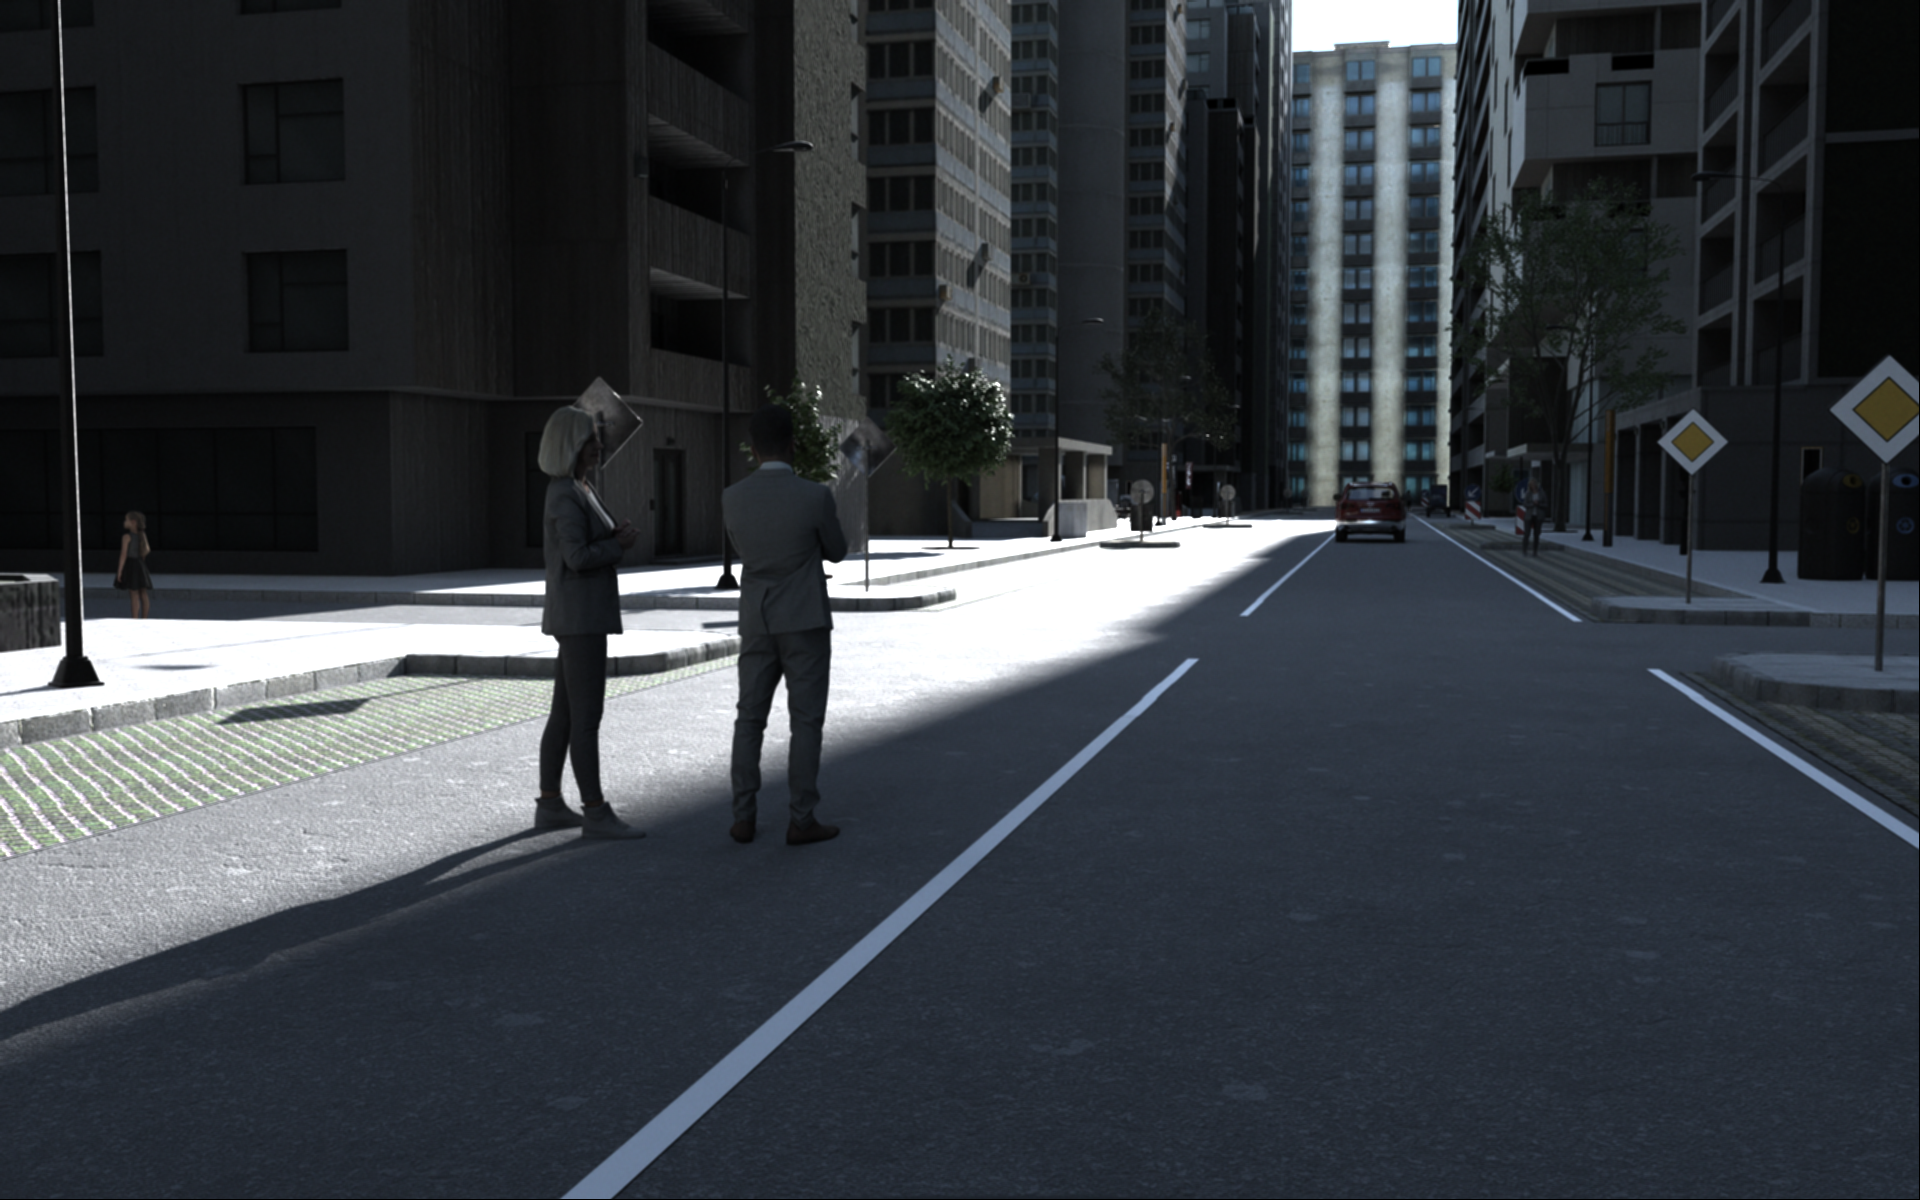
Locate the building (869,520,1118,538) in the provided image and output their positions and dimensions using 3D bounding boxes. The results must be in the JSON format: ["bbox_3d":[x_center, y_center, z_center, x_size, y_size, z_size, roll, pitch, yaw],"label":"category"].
[{"bbox_3d":[-11.424,-22.532,60.274,32.217,40.220,23.993,1,4,14],"label":"building"}]

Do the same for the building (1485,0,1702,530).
[{"bbox_3d":[36.800,-29.510,71.734,28.713,52.752,27.495,1,4,14],"label":"building"}]

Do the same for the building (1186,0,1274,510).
[{"bbox_3d":[17.847,-27.990,141.235,14.154,41.232,14.086,1,4,14],"label":"building"}]

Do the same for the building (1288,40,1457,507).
[{"bbox_3d":[42.823,-34.661,186.311,30.456,49.044,23.786,1,4,14],"label":"building"}]

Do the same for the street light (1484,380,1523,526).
[{"bbox_3d":[22.212,-5.978,70.276,1.470,5.913,1.316,1,4,14],"label":"street light"}]

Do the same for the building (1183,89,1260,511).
[{"bbox_3d":[14.420,-21.787,127.915,14.160,30.474,14.107,1,4,14],"label":"building"}]

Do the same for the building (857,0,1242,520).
[{"bbox_3d":[1.501,-25.645,111.175,32.217,40.220,23.993,1,4,14],"label":"building"}]

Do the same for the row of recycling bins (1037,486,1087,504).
[{"bbox_3d":[5.465,-4.769,85.085,3.534,1.692,1.069,1,4,21],"label":"row of recycling bins"}]

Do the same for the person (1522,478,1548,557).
[{"bbox_3d":[12.961,-1.856,39.022,0.537,1.800,0.526,1,4,21],"label":"person"}]

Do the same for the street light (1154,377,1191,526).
[{"bbox_3d":[8.452,-5.892,68.871,1.470,5.913,1.316,1,4,14],"label":"street light"}]

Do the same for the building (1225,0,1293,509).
[{"bbox_3d":[19.964,-44.201,160.943,20.611,71.187,20.563,1,4,14],"label":"building"}]

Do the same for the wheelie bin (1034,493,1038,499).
[{"bbox_3d":[3.725,-4.149,75.749,0.980,1.594,0.693,0,4,5],"label":"wheelie bin"}]

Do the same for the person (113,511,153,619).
[{"bbox_3d":[-8.781,-0.317,18.359,0.373,1.253,0.362,1,4,17],"label":"person"}]

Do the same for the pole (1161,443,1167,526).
[{"bbox_3d":[8.229,-4.647,69.827,0.158,3.312,0.155,0,3,0],"label":"pole"}]

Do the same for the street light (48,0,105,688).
[{"bbox_3d":[-5.405,-2.371,11.309,1.470,5.913,1.316,1,4,14],"label":"street light"}]

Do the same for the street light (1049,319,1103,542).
[{"bbox_3d":[3.110,-4.505,46.201,1.470,5.913,1.316,1,4,14],"label":"street light"}]

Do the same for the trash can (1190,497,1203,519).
[{"bbox_3d":[12.333,-4.809,90.281,0.748,1.137,0.748,0,3,0],"label":"trash can"}]

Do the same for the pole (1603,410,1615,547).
[{"bbox_3d":[15.776,-2.951,42.093,0.158,3.312,0.155,0,3,0],"label":"pole"}]

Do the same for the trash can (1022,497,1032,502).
[{"bbox_3d":[3.026,-4.274,81.526,0.748,1.137,0.748,0,3,0],"label":"trash can"}]

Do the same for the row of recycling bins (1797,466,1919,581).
[{"bbox_3d":[14.401,-1.140,25.756,3.534,1.692,1.069,1,4,13],"label":"row of recycling bins"}]

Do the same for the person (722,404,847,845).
[{"bbox_3d":[-0.726,0.089,7.229,0.511,1.800,0.466,0,4,3],"label":"person"}]

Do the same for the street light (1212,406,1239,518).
[{"bbox_3d":[14.017,-7.275,91.487,1.470,5.913,1.316,1,4,14],"label":"street light"}]

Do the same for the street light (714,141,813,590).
[{"bbox_3d":[-2.617,-3.092,23.101,1.470,5.913,1.316,1,4,14],"label":"street light"}]

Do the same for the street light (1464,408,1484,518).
[{"bbox_3d":[27.732,-7.362,92.903,1.470,5.913,1.316,1,4,14],"label":"street light"}]

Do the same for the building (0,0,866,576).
[{"bbox_3d":[-10.507,-15.955,32.571,14.160,30.474,14.107,1,4,14],"label":"building"}]

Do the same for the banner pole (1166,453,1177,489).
[{"bbox_3d":[11.112,-6.226,91.812,0.863,3.779,0.401,1,4,16],"label":"banner pole"}]

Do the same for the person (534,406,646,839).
[{"bbox_3d":[-1.564,0.079,7.394,0.526,1.800,0.537,0,4,3],"label":"person"}]

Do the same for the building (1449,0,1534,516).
[{"bbox_3d":[47.174,-30.662,125.018,21.300,48.544,21.600,1,4,14],"label":"building"}]

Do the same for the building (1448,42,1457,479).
[{"bbox_3d":[54.113,-30.270,149.540,22.147,44.769,28.867,1,4,14],"label":"building"}]

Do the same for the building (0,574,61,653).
[{"bbox_3d":[-21.296,-28.459,7.304,28.212,58.520,21.231,1,4,14],"label":"building"}]

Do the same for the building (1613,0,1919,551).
[{"bbox_3d":[27.755,-36.759,39.265,20.563,71.187,20.611,1,4,14],"label":"building"}]

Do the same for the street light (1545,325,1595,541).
[{"bbox_3d":[16.761,-4.593,47.632,1.470,5.913,1.316,1,4,14],"label":"street light"}]

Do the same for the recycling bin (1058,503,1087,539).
[{"bbox_3d":[3.225,-2.316,50.423,0.722,1.027,0.722,2,4,34],"label":"recycling bin"}]

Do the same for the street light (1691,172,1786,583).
[{"bbox_3d":[11.230,-3.209,25.008,1.470,5.913,1.316,1,4,14],"label":"street light"}]

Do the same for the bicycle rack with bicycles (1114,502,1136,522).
[{"bbox_3d":[7.123,-4.014,79.014,2.925,0.926,2.852,-3,4,-36],"label":"bicycle rack with bicycles"}]
